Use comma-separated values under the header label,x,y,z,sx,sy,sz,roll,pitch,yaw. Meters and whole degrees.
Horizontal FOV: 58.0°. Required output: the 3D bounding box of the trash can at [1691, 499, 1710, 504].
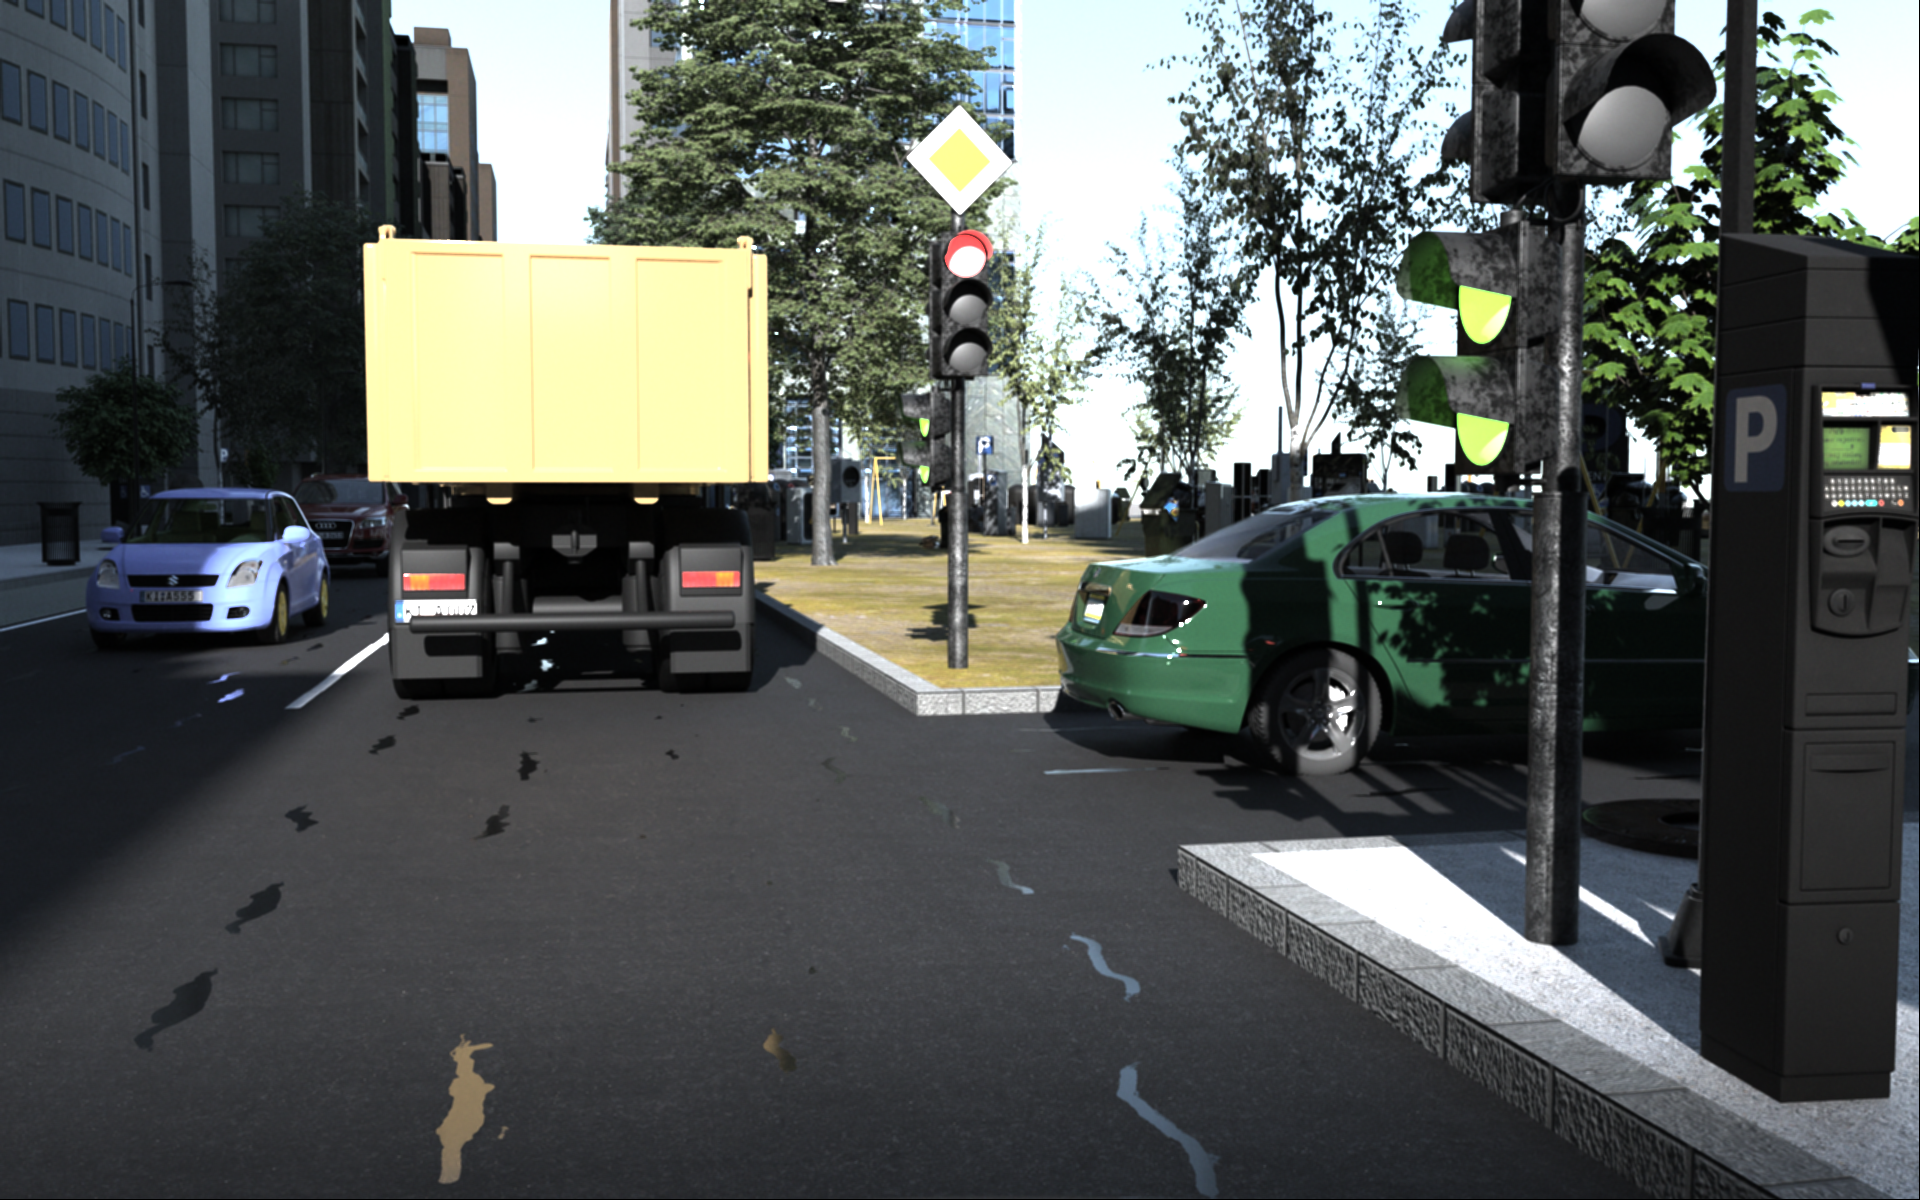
label,x,y,z,sx,sy,sz,roll,pitch,yaw
trash can,21.592,-2.359,50.225,0.748,1.137,0.748,0,3,0

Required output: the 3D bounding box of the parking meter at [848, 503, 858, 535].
label,x,y,z,sx,sy,sz,roll,pitch,yaw
parking meter,-3.392,-3.010,54.920,0.255,1.863,0.399,0,4,7

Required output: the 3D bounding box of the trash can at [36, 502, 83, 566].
label,x,y,z,sx,sy,sz,roll,pitch,yaw
trash can,-16.173,-1.192,31.136,0.748,1.137,0.748,0,3,0

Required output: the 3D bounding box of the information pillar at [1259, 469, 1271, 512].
label,x,y,z,sx,sy,sz,roll,pitch,yaw
information pillar,8.863,-2.804,50.345,0.304,2.012,0.304,2,4,25

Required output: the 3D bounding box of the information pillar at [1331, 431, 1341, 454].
label,x,y,z,sx,sy,sz,roll,pitch,yaw
information pillar,14.061,-4.491,64.785,0.183,3.616,0.504,-2,4,-27

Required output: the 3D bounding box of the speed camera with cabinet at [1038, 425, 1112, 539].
label,x,y,z,sx,sy,sz,roll,pitch,yaw
speed camera with cabinet,3.303,-3.387,49.719,2.038,3.252,0.660,1,4,15

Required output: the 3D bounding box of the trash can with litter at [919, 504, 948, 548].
label,x,y,z,sx,sy,sz,roll,pitch,yaw
trash can with litter,-0.458,-1.806,40.910,1.055,1.170,0.624,1,4,19

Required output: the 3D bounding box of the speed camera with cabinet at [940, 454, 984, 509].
label,x,y,z,sx,sy,sz,roll,pitch,yaw
speed camera with cabinet,0.176,-5.043,76.783,2.038,3.252,0.660,1,4,15

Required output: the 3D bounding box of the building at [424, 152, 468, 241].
label,x,y,z,sx,sy,sz,roll,pitch,yaw
building,-48.820,-22.842,145.172,14.160,30.474,14.107,-1,4,-12

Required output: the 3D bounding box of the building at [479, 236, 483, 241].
label,x,y,z,sx,sy,sz,roll,pitch,yaw
building,-58.164,-25.261,184.721,14.160,30.474,14.107,-1,4,-12

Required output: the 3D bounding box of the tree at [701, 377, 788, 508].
label,x,y,z,sx,sy,sz,roll,pitch,yaw
tree,-5.445,-3.438,39.931,4.285,4.588,4.351,0,3,0

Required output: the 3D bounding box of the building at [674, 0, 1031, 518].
label,x,y,z,sx,sy,sz,roll,pitch,yaw
building,-8.401,-48.423,104.381,22.319,86.520,31.000,-1,4,-12

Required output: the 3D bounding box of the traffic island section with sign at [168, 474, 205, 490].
label,x,y,z,sx,sy,sz,roll,pitch,yaw
traffic island section with sign,-14.699,-1.480,32.825,1.989,1.847,2.006,-1,4,-12

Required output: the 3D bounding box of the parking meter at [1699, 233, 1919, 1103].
label,x,y,z,sx,sy,sz,roll,pitch,yaw
parking meter,1.833,0.120,3.748,0.255,1.863,0.399,0,4,-7

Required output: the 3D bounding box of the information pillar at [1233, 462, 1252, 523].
label,x,y,z,sx,sy,sz,roll,pitch,yaw
information pillar,6.520,-2.173,40.024,0.304,2.012,0.304,-3,5,-40

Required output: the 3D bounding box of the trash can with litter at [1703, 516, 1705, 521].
label,x,y,z,sx,sy,sz,roll,pitch,yaw
trash can with litter,36.181,-4.385,83.083,1.055,1.170,0.624,2,4,33

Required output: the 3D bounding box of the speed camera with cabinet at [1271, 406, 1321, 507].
label,x,y,z,sx,sy,sz,roll,pitch,yaw
speed camera with cabinet,7.485,-2.688,38.284,0.660,3.252,2.038,-1,4,-9

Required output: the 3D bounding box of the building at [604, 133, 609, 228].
label,x,y,z,sx,sy,sz,roll,pitch,yaw
building,-31.516,-33.945,209.628,22.147,44.769,28.867,-1,4,-12

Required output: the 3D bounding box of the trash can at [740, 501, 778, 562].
label,x,y,z,sx,sy,sz,roll,pitch,yaw
trash can,-3.843,-1.311,33.083,0.748,1.137,0.748,0,3,0

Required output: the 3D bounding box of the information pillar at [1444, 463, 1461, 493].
label,x,y,z,sx,sy,sz,roll,pitch,yaw
information pillar,11.771,-2.257,41.390,0.304,2.012,0.304,3,4,38

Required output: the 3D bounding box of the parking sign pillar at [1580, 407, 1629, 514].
label,x,y,z,sx,sy,sz,roll,pitch,yaw
parking sign pillar,13.737,-2.997,37.478,1.447,3.967,1.447,1,4,11

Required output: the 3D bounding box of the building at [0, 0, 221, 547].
label,x,y,z,sx,sy,sz,roll,pitch,yaw
building,-34.658,-30.871,46.747,21.231,58.520,28.212,-1,4,-12

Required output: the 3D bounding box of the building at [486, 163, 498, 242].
label,x,y,z,sx,sy,sz,roll,pitch,yaw
building,-67.872,-35.292,227.134,14.600,45.320,14.200,-1,4,-12

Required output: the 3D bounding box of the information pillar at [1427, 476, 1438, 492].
label,x,y,z,sx,sy,sz,roll,pitch,yaw
information pillar,18.699,-3.921,68.593,0.304,2.012,0.304,-2,4,-28

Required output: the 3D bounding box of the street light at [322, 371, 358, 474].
label,x,y,z,sx,sy,sz,roll,pitch,yaw
street light,-23.342,-5.667,65.190,1.470,5.913,1.316,-1,4,-12

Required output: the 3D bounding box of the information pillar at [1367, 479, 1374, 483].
label,x,y,z,sx,sy,sz,roll,pitch,yaw
information pillar,19.767,-4.836,83.565,0.304,2.012,0.304,-2,4,-28

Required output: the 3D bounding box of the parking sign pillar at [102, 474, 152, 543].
label,x,y,z,sx,sy,sz,roll,pitch,yaw
parking sign pillar,-22.065,-3.521,46.039,1.447,3.967,1.447,2,4,34

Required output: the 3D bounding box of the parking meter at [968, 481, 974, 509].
label,x,y,z,sx,sy,sz,roll,pitch,yaw
parking meter,0.482,-4.270,75.522,0.255,1.863,0.399,0,4,-3

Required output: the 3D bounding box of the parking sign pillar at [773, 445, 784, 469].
label,x,y,z,sx,sy,sz,roll,pitch,yaw
parking sign pillar,-6.303,-4.245,57.879,1.447,3.967,1.447,1,4,14

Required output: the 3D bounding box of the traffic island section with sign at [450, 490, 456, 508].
label,x,y,z,sx,sy,sz,roll,pitch,yaw
traffic island section with sign,-30.919,-5.983,106.445,1.989,1.847,2.006,-1,4,-12

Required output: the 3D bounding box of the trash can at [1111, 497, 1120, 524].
label,x,y,z,sx,sy,sz,roll,pitch,yaw
trash can,6.432,-3.801,73.793,0.748,1.137,0.748,0,3,0

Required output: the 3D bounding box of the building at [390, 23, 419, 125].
label,x,y,z,sx,sy,sz,roll,pitch,yaw
building,-39.847,-20.242,102.663,14.160,30.474,14.107,-1,4,-12

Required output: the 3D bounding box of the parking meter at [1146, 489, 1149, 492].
label,x,y,z,sx,sy,sz,roll,pitch,yaw
parking meter,10.106,-5.128,92.257,0.372,1.533,0.369,0,3,0

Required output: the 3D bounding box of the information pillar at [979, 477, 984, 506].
label,x,y,z,sx,sy,sz,roll,pitch,yaw
information pillar,1.059,-4.364,75.847,0.304,2.012,0.304,-3,4,-37

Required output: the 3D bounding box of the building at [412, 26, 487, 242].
label,x,y,z,sx,sy,sz,roll,pitch,yaw
building,-54.673,-31.801,170.061,14.600,45.320,14.200,-1,4,-12

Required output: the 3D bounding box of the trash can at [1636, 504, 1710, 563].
label,x,y,z,sx,sy,sz,roll,pitch,yaw
trash can,7.903,-0.465,19.255,0.748,1.137,0.748,0,3,0

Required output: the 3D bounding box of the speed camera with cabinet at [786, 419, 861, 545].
label,x,y,z,sx,sy,sz,roll,pitch,yaw
speed camera with cabinet,-3.488,-3.066,44.467,2.038,3.252,0.660,-3,5,-43

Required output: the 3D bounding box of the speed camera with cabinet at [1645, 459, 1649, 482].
label,x,y,z,sx,sy,sz,roll,pitch,yaw
speed camera with cabinet,37.533,-6.137,94.681,0.660,3.252,2.038,3,5,40

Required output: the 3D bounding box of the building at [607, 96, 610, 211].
label,x,y,z,sx,sy,sz,roll,pitch,yaw
building,-26.241,-34.292,184.375,21.300,48.544,21.600,-1,4,-12

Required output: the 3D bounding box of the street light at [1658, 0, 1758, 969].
label,x,y,z,sx,sy,sz,roll,pitch,yaw
street light,1.562,-1.955,4.502,1.470,5.913,1.316,-1,4,-12

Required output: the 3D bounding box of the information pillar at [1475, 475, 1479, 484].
label,x,y,z,sx,sy,sz,roll,pitch,yaw
information pillar,26.213,-5.897,87.769,0.183,3.616,0.504,2,4,31

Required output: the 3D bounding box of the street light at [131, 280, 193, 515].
label,x,y,z,sx,sy,sz,roll,pitch,yaw
street light,-17.319,-3.979,37.601,1.470,5.913,1.316,-1,4,-12

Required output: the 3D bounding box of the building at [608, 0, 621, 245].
label,x,y,z,sx,sy,sz,roll,pitch,yaw
building,-24.034,-30.851,154.524,14.600,45.320,14.200,-1,4,-12

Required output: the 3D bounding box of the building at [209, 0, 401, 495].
label,x,y,z,sx,sy,sz,roll,pitch,yaw
building,-36.974,-24.768,88.559,14.154,41.232,14.086,-1,4,-12

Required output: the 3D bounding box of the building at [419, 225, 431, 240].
label,x,y,z,sx,sy,sz,roll,pitch,yaw
building,-51.033,-16.967,122.457,27.650,21.520,28.899,-1,4,-12

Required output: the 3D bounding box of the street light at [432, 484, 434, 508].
label,x,y,z,sx,sy,sz,roll,pitch,yaw
street light,-33.663,-8.554,112.400,1.470,5.913,1.316,-1,4,-12

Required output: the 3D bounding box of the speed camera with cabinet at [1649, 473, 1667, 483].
label,x,y,z,sx,sy,sz,roll,pitch,yaw
speed camera with cabinet,30.151,-4.893,74.331,0.660,3.252,2.038,2,4,27

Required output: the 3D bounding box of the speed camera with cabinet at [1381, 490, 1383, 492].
label,x,y,z,sx,sy,sz,roll,pitch,yaw
speed camera with cabinet,15.280,-4.420,66.605,2.038,3.252,0.660,1,4,17

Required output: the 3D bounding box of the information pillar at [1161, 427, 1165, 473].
label,x,y,z,sx,sy,sz,roll,pitch,yaw
information pillar,7.089,-4.238,60.639,0.183,3.616,0.504,0,4,1

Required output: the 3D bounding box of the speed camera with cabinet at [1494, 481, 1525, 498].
label,x,y,z,sx,sy,sz,roll,pitch,yaw
speed camera with cabinet,20.127,-4.217,63.287,0.660,3.252,2.038,0,4,-1

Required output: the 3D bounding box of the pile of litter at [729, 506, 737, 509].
label,x,y,z,sx,sy,sz,roll,pitch,yaw
pile of litter,-8.154,-3.068,64.119,1.176,0.858,1.719,2,4,30

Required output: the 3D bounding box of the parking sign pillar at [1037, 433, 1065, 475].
label,x,y,z,sx,sy,sz,roll,pitch,yaw
parking sign pillar,3.980,-5.353,75.994,1.447,3.967,1.447,-3,5,-43

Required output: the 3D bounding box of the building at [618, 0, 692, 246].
label,x,y,z,sx,sy,sz,roll,pitch,yaw
building,-15.637,-36.202,133.904,21.231,58.520,28.212,-1,4,-12

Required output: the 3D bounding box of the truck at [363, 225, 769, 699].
label,x,y,z,sx,sy,sz,roll,pitch,yaw
truck,-3.524,-1.223,15.915,3.469,3.379,9.791,-1,4,-12

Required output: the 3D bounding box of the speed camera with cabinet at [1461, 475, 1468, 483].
label,x,y,z,sx,sy,sz,roll,pitch,yaw
speed camera with cabinet,26.487,-6.042,93.129,2.038,3.252,0.660,-1,4,-21

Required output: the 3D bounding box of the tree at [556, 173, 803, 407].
label,x,y,z,sx,sy,sz,roll,pitch,yaw
tree,-10.772,-9.699,65.234,9.857,13.997,8.962,0,3,0

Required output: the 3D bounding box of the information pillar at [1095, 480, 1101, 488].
label,x,y,z,sx,sy,sz,roll,pitch,yaw
information pillar,7.250,-5.282,90.851,0.304,2.012,0.304,0,4,5
